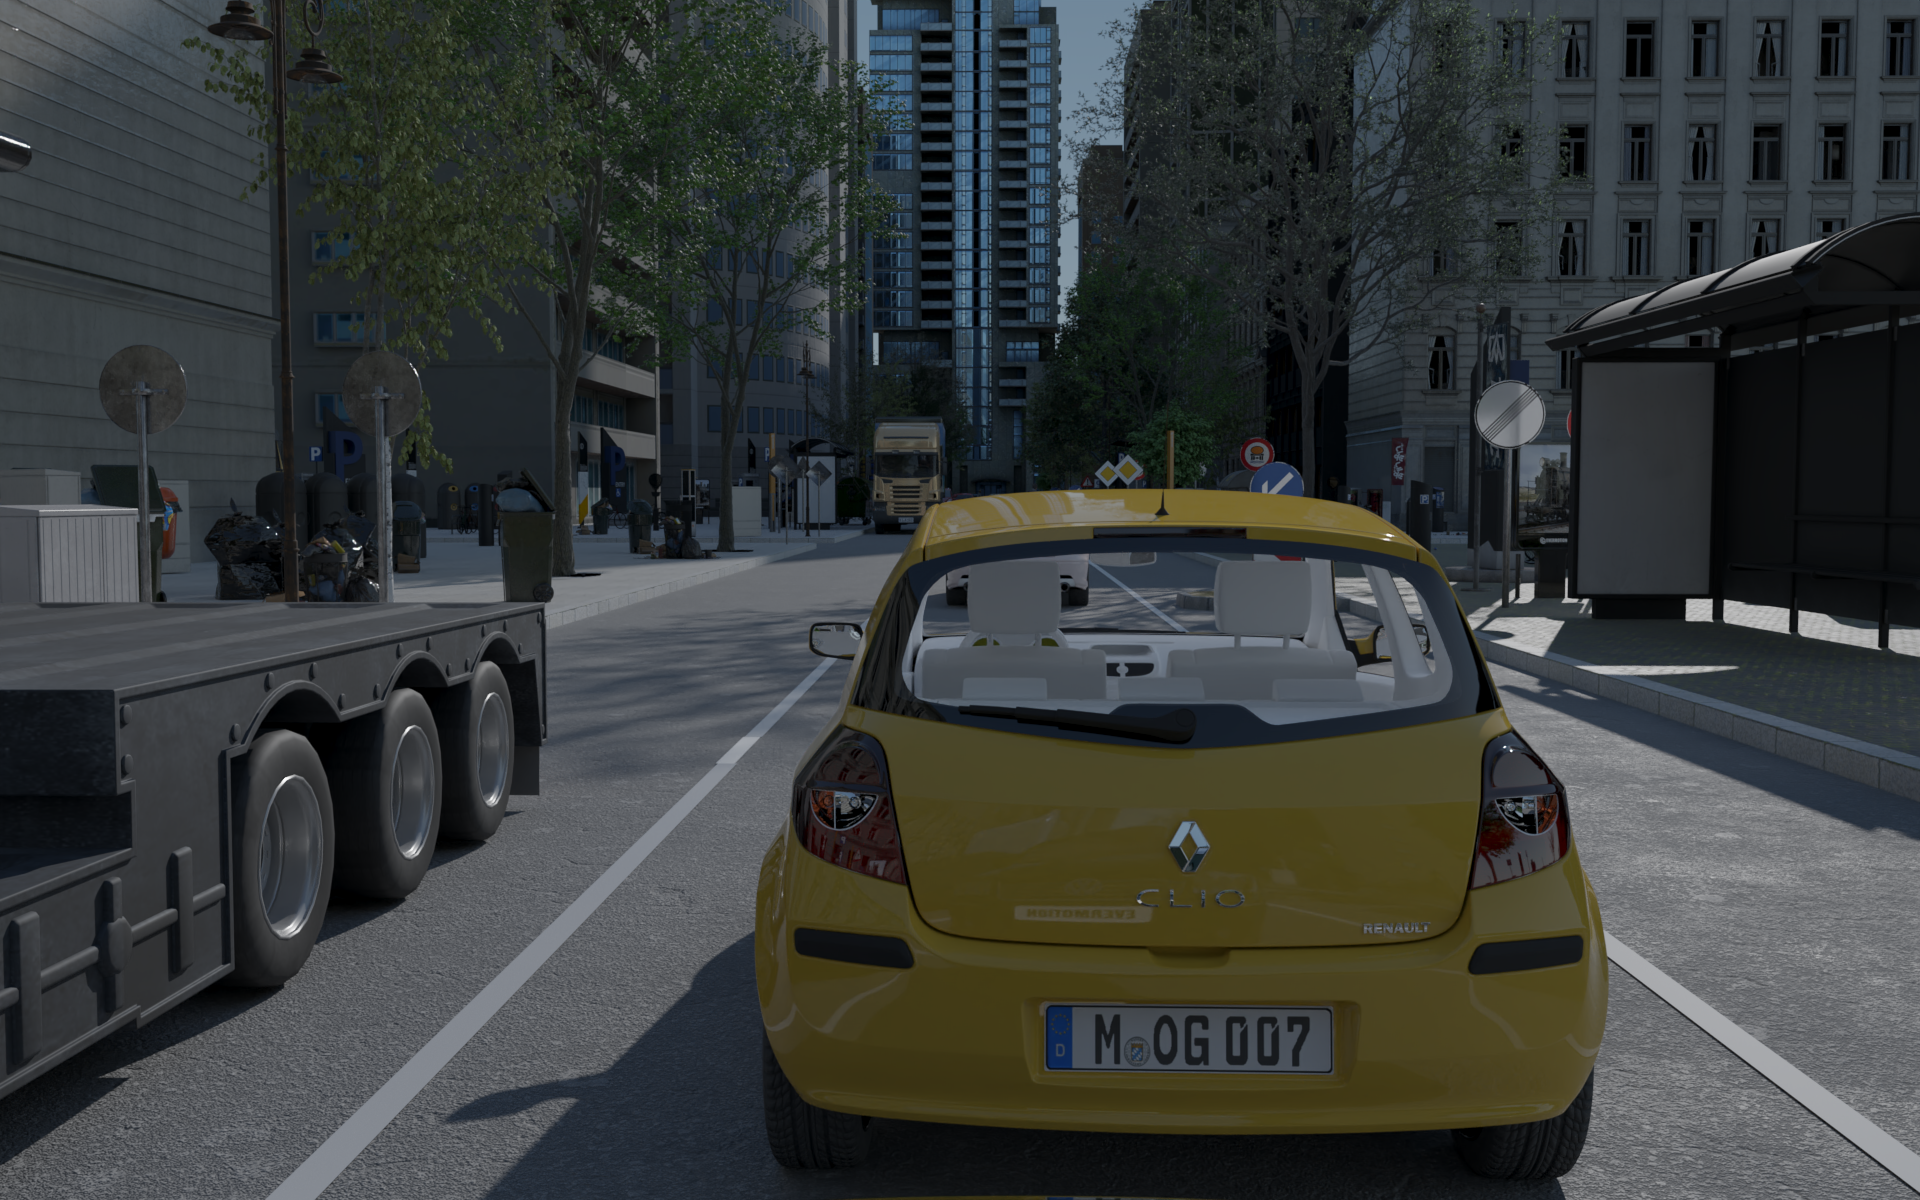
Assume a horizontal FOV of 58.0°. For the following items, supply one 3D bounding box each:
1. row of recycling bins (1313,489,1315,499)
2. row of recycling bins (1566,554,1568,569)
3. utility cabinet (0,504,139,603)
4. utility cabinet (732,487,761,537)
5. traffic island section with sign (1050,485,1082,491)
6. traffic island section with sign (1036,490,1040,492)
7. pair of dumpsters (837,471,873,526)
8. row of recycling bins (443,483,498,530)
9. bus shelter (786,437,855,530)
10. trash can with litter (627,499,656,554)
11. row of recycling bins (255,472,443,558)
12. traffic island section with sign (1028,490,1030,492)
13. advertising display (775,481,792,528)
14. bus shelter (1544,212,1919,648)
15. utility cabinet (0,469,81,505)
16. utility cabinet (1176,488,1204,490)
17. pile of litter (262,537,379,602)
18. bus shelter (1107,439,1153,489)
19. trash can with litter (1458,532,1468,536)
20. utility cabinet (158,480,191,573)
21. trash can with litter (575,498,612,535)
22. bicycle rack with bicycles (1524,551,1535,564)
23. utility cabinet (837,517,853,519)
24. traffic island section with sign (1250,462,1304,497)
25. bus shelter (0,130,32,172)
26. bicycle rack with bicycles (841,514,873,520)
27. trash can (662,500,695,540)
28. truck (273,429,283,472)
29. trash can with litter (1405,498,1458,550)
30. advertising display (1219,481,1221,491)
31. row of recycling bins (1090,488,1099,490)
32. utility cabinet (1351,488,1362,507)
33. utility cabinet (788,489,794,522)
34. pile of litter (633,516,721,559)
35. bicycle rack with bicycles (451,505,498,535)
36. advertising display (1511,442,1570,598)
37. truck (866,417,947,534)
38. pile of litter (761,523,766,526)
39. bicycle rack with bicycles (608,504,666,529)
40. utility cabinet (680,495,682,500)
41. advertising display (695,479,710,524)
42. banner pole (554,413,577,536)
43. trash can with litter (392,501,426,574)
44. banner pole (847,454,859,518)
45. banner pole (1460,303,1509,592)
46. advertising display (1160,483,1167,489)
[{"bbox_3d":[11.448,-3.440,63.362,3.534,1.692,1.069,-2,4,-23],"label":"row of recycling bins"},{"bbox_3d":[11.303,-1.311,28.547,1.069,1.692,3.534,-1,4,-23],"label":"row of recycling bins"},{"bbox_3d":[-5.133,0.071,10.002,0.306,1.237,1.020,0,4,3],"label":"utility cabinet"},{"bbox_3d":[-6.489,-2.638,51.803,0.318,1.500,1.173,3,5,41],"label":"utility cabinet"},{"bbox_3d":[4.973,-4.158,76.607,1.989,1.847,2.006,0,4,1],"label":"traffic island section with sign"},{"bbox_3d":[5.566,-5.806,103.555,1.989,1.847,2.006,0,4,1],"label":"traffic island section with sign"},{"bbox_3d":[-4.353,-4.261,72.156,1.574,2.255,4.437,0,4,1],"label":"pair of dumpsters"},{"bbox_3d":[-17.203,-3.420,63.032,3.534,1.692,1.069,-1,4,-11],"label":"row of recycling bins"},{"bbox_3d":[-5.124,-4.304,64.289,2.014,3.302,5.546,0,4,1],"label":"bus shelter"},{"bbox_3d":[-6.772,-1.582,37.258,0.624,1.170,1.055,-2,4,-27],"label":"trash can with litter"},{"bbox_3d":[-11.859,-1.612,33.472,1.069,1.692,3.534,2,4,35],"label":"row of recycling bins"},{"bbox_3d":[7.246,-10.545,181.045,1.989,1.847,2.006,0,4,1],"label":"traffic island section with sign"},{"bbox_3d":[-6.794,-3.735,66.283,0.123,1.923,0.974,3,4,37],"label":"advertising display"},{"bbox_3d":[6.999,-1.302,15.207,2.014,3.302,5.546,0,4,1],"label":"bus shelter"},{"bbox_3d":[-8.236,-0.421,15.559,1.173,1.500,0.318,3,5,44],"label":"utility cabinet"},{"bbox_3d":[8.674,-3.495,65.816,1.173,1.500,0.318,-2,4,-26],"label":"utility cabinet"},{"bbox_3d":[-6.589,-0.225,17.643,1.719,0.858,1.176,-2,4,-25],"label":"pile of litter"},{"bbox_3d":[7.613,-5.251,77.137,1.731,3.624,6.357,0,4,1],"label":"bus shelter"},{"bbox_3d":[15.860,-2.617,53.843,2.233,1.210,1.678,1,4,14],"label":"trash can with litter"},{"bbox_3d":[-12.872,-1.158,27.619,0.318,1.500,1.173,2,4,23],"label":"utility cabinet"},{"bbox_3d":[-11.536,-2.641,54.562,1.055,1.170,0.624,-2,4,-32],"label":"trash can with litter"},{"bbox_3d":[10.992,-1.142,32.048,2.925,0.926,2.852,1,4,16],"label":"bicycle rack with bicycles"},{"bbox_3d":[-6.043,-4.865,90.698,1.020,1.237,0.306,3,5,43],"label":"utility cabinet"},{"bbox_3d":[3.804,-0.822,22.064,1.989,1.847,2.006,0,4,1],"label":"traffic island section with sign"},{"bbox_3d":[-6.583,-1.721,5.766,2.179,5.291,8.768,0,4,1],"label":"bus shelter"},{"bbox_3d":[-5.174,-4.296,83.622,2.925,0.926,2.852,0,4,-6],"label":"bicycle rack with bicycles"},{"bbox_3d":[-6.573,-1.763,40.480,0.748,1.137,0.748,0,3,0],"label":"trash can"},{"bbox_3d":[-23.134,-3.200,48.240,9.791,3.379,3.469,0,4,0],"label":"truck"},{"bbox_3d":[10.189,-1.772,40.022,1.678,1.210,2.233,3,4,39],"label":"trash can with litter"},{"bbox_3d":[13.515,-5.023,87.344,0.974,1.923,0.123,0,4,7],"label":"advertising display"},{"bbox_3d":[9.470,-6.605,115.100,1.069,1.692,3.534,2,4,27],"label":"row of recycling bins"},{"bbox_3d":[13.895,-3.210,61.161,0.318,1.500,1.173,2,4,28],"label":"utility cabinet"},{"bbox_3d":[-7.632,-4.304,79.048,1.173,1.500,0.318,3,5,41],"label":"utility cabinet"},{"bbox_3d":[-5.638,-1.255,34.489,1.719,0.858,1.176,2,4,26],"label":"pile of litter"},{"bbox_3d":[-15.302,-2.590,55.722,2.852,0.926,2.925,1,4,14],"label":"bicycle rack with bicycles"},{"bbox_3d":[7.287,-0.987,21.347,0.974,1.923,0.123,0,4,-8],"label":"advertising display"},{"bbox_3d":[-1.850,-4.662,65.142,2.839,4.237,11.283,0,4,0],"label":"truck"},{"bbox_3d":[-8.575,-3.444,70.272,1.176,0.858,1.719,-2,4,-32],"label":"pile of litter"},{"bbox_3d":[-11.789,-3.117,64.352,2.925,0.926,2.852,3,4,37],"label":"bicycle rack with bicycles"},{"bbox_3d":[-12.381,-4.198,79.803,1.020,1.237,0.306,1,4,19],"label":"utility cabinet"},{"bbox_3d":[-11.125,-4.188,73.687,0.974,1.923,0.123,-1,4,-15],"label":"advertising display"},{"bbox_3d":[-12.146,-3.864,53.195,0.401,3.779,0.863,2,4,33],"label":"banner pole"},{"bbox_3d":[-9.020,-1.040,28.396,0.624,1.170,1.055,-2,4,-24],"label":"trash can with litter"},{"bbox_3d":[-5.792,-6.391,94.516,0.863,3.779,0.401,-1,4,-12],"label":"banner pole"},{"bbox_3d":[6.901,-1.995,22.632,0.401,3.779,0.863,-1,4,-15],"label":"banner pole"},{"bbox_3d":[10.178,-4.824,84.087,0.974,1.923,0.123,3,4,36],"label":"advertising display"}]
